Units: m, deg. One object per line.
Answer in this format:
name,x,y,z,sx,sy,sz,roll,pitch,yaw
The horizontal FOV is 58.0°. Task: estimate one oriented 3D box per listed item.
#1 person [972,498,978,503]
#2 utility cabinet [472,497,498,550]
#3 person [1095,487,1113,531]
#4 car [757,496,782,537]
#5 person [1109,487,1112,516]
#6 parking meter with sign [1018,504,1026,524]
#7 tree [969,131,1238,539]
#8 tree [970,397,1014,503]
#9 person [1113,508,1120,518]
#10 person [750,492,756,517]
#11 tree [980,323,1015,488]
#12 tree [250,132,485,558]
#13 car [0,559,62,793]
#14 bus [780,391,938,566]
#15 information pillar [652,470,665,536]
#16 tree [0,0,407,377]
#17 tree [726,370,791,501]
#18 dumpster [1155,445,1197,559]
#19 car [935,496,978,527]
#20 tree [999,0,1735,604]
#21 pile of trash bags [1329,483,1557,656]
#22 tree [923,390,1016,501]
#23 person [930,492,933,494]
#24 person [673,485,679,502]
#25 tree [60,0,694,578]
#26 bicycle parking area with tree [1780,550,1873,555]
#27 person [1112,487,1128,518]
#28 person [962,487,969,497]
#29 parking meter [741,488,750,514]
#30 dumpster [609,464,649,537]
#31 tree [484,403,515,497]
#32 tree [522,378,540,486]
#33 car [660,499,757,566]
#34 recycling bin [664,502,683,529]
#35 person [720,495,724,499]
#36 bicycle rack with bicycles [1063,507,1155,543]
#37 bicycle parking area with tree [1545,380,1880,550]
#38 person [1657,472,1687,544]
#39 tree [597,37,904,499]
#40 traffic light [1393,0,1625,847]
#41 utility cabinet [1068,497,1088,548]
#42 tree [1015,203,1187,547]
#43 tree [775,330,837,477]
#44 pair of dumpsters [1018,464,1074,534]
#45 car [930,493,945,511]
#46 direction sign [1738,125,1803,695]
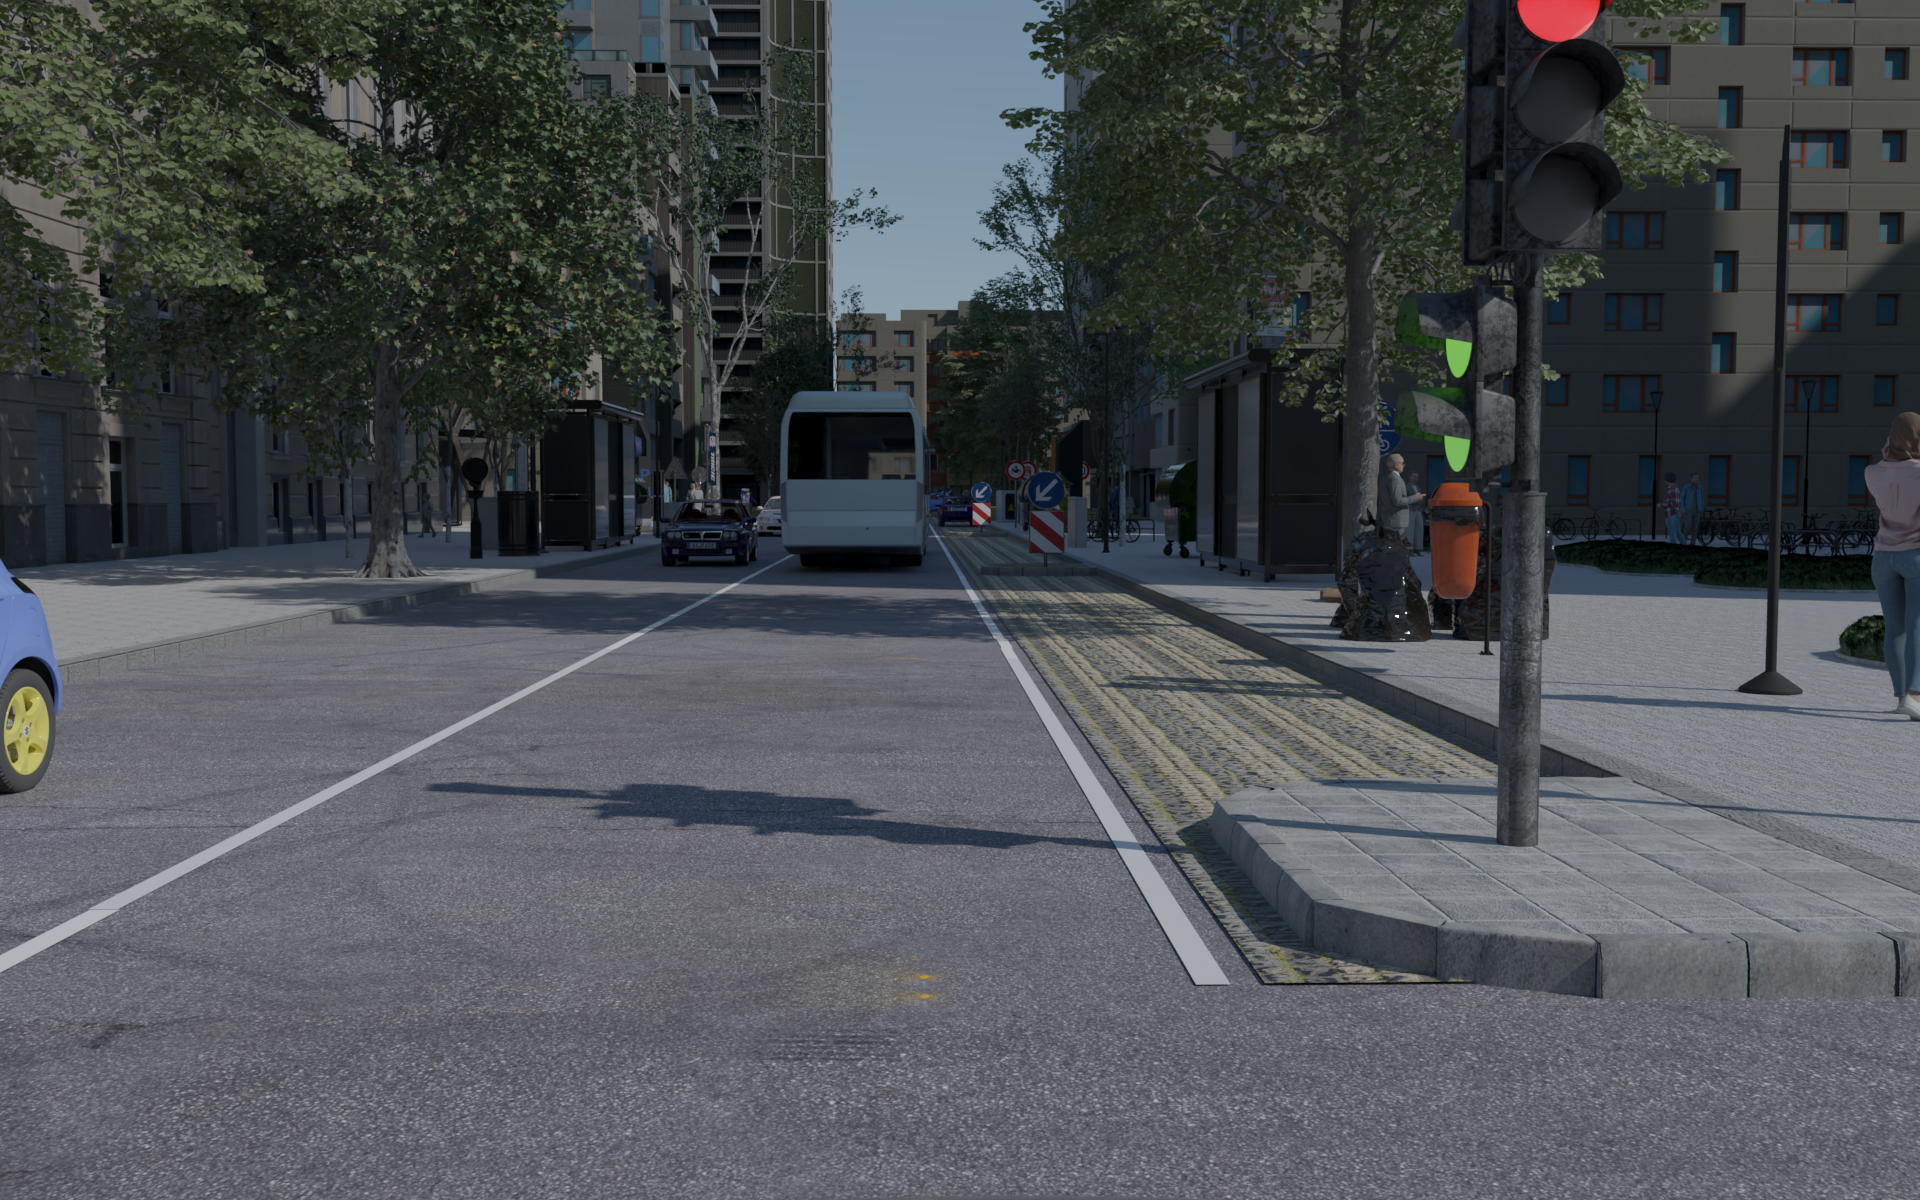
person,1.092,-6.848,121.274,0.557,1.426,1.065,-3,4,-38
utility cabinet,-10.767,-1.761,39.948,1.020,1.237,0.306,2,4,30
person,4.857,-3.233,58.882,0.794,1.824,0.713,3,5,44
car,-5.943,-2.912,59.981,2.083,1.381,4.827,0,4,-1
person,8.856,-5.792,101.668,0.530,1.710,0.541,0,4,1
parking meter with sign,3.326,-4.726,73.535,1.738,3.016,0.543,-2,4,-25
tree,4.055,-7.575,49.608,9.928,11.665,9.643,0,3,0
tree,2.113,-10.292,118.631,4.737,8.622,4.395,0,3,0
person,7.669,-4.732,84.351,0.436,1.711,0.756,-1,4,-17
person,-11.682,-5.349,96.730,0.599,1.433,0.991,2,4,29
tree,2.527,-7.300,69.716,4.360,8.622,3.978,0,3,0
tree,-12.521,-5.149,34.555,4.737,8.622,4.395,0,3,0
car,-5.265,0.158,7.011,1.945,1.707,3.694,0,4,-2
bus,-1.989,-2.616,37.636,2.948,3.499,13.247,0,4,0
information pillar,-9.254,-2.976,53.150,0.304,2.012,0.304,0,4,4
tree,-8.844,-5.919,14.898,7.486,12.596,7.792,0,3,0
tree,-11.407,-9.259,101.750,4.360,8.622,3.978,0,3,0
dumpster,4.844,-1.996,35.132,1.502,2.255,1.985,0,4,-2
car,-0.115,-3.960,77.331,1.945,1.354,3.894,0,4,-2
tree,3.866,-6.058,17.176,7.486,12.596,7.792,0,3,0
pile of trash bags,4.255,-0.336,15.242,1.912,1.369,3.447,1,4,11
tree,1.029,-12.800,143.699,8.767,10.594,7.601,0,4,0
person,-2.416,-8.236,144.632,0.593,1.643,0.415,3,5,42
person,-17.520,-6.157,106.714,0.705,1.823,1.348,-1,4,-11
tree,-8.725,-6.691,26.409,9.611,12.733,9.660,0,3,0
bicycle parking area with tree,19.329,-2.737,31.749,8.231,4.147,9.016,-1,4,-17
person,8.213,-5.218,91.363,1.348,1.823,0.705,0,4,5
person,0.449,-8.567,145.982,0.709,1.838,0.599,-2,4,-27
parking meter,-9.545,-4.199,77.071,0.372,1.533,0.369,0,3,0
dumpster,-10.174,-3.009,51.683,1.502,2.255,1.985,0,4,-2
tree,-13.486,-5.526,40.720,4.737,8.622,4.395,0,3,0
tree,-13.682,-5.804,45.264,4.737,8.622,4.395,0,3,0
car,-5.144,-1.418,35.766,1.945,1.354,3.894,0,4,-3
recycling bin,-8.747,-2.527,53.877,0.722,1.027,0.722,2,4,29
person,-11.957,-4.783,84.339,0.705,1.812,1.348,2,4,34
bicycle rack with bicycles,3.975,-2.032,46.607,2.852,0.926,2.925,-2,4,-33
bicycle parking area with tree,20.248,-3.611,46.038,9.016,4.147,8.231,0,4,-8
person,14.305,-1.700,34.671,0.643,1.720,0.563,2,4,28
tree,-8.912,-13.172,71.255,12.611,20.169,13.585,0,3,0
traffic light,2.029,-1.060,6.251,0.839,4.253,0.868,0,4,-2
utility cabinet,2.838,-1.873,41.786,0.306,1.237,1.020,0,4,-7
tree,3.737,-5.615,42.161,4.360,8.622,3.978,0,3,0
tree,-12.030,-12.513,121.599,9.611,12.733,9.660,0,3,0
pair of dumpsters,2.866,-3.386,57.853,1.574,2.255,4.437,0,4,-2
car,-1.568,-7.142,126.357,1.945,1.707,3.694,0,4,0
direction sign,5.247,-1.169,11.106,0.379,3.537,0.876,2,4,24
